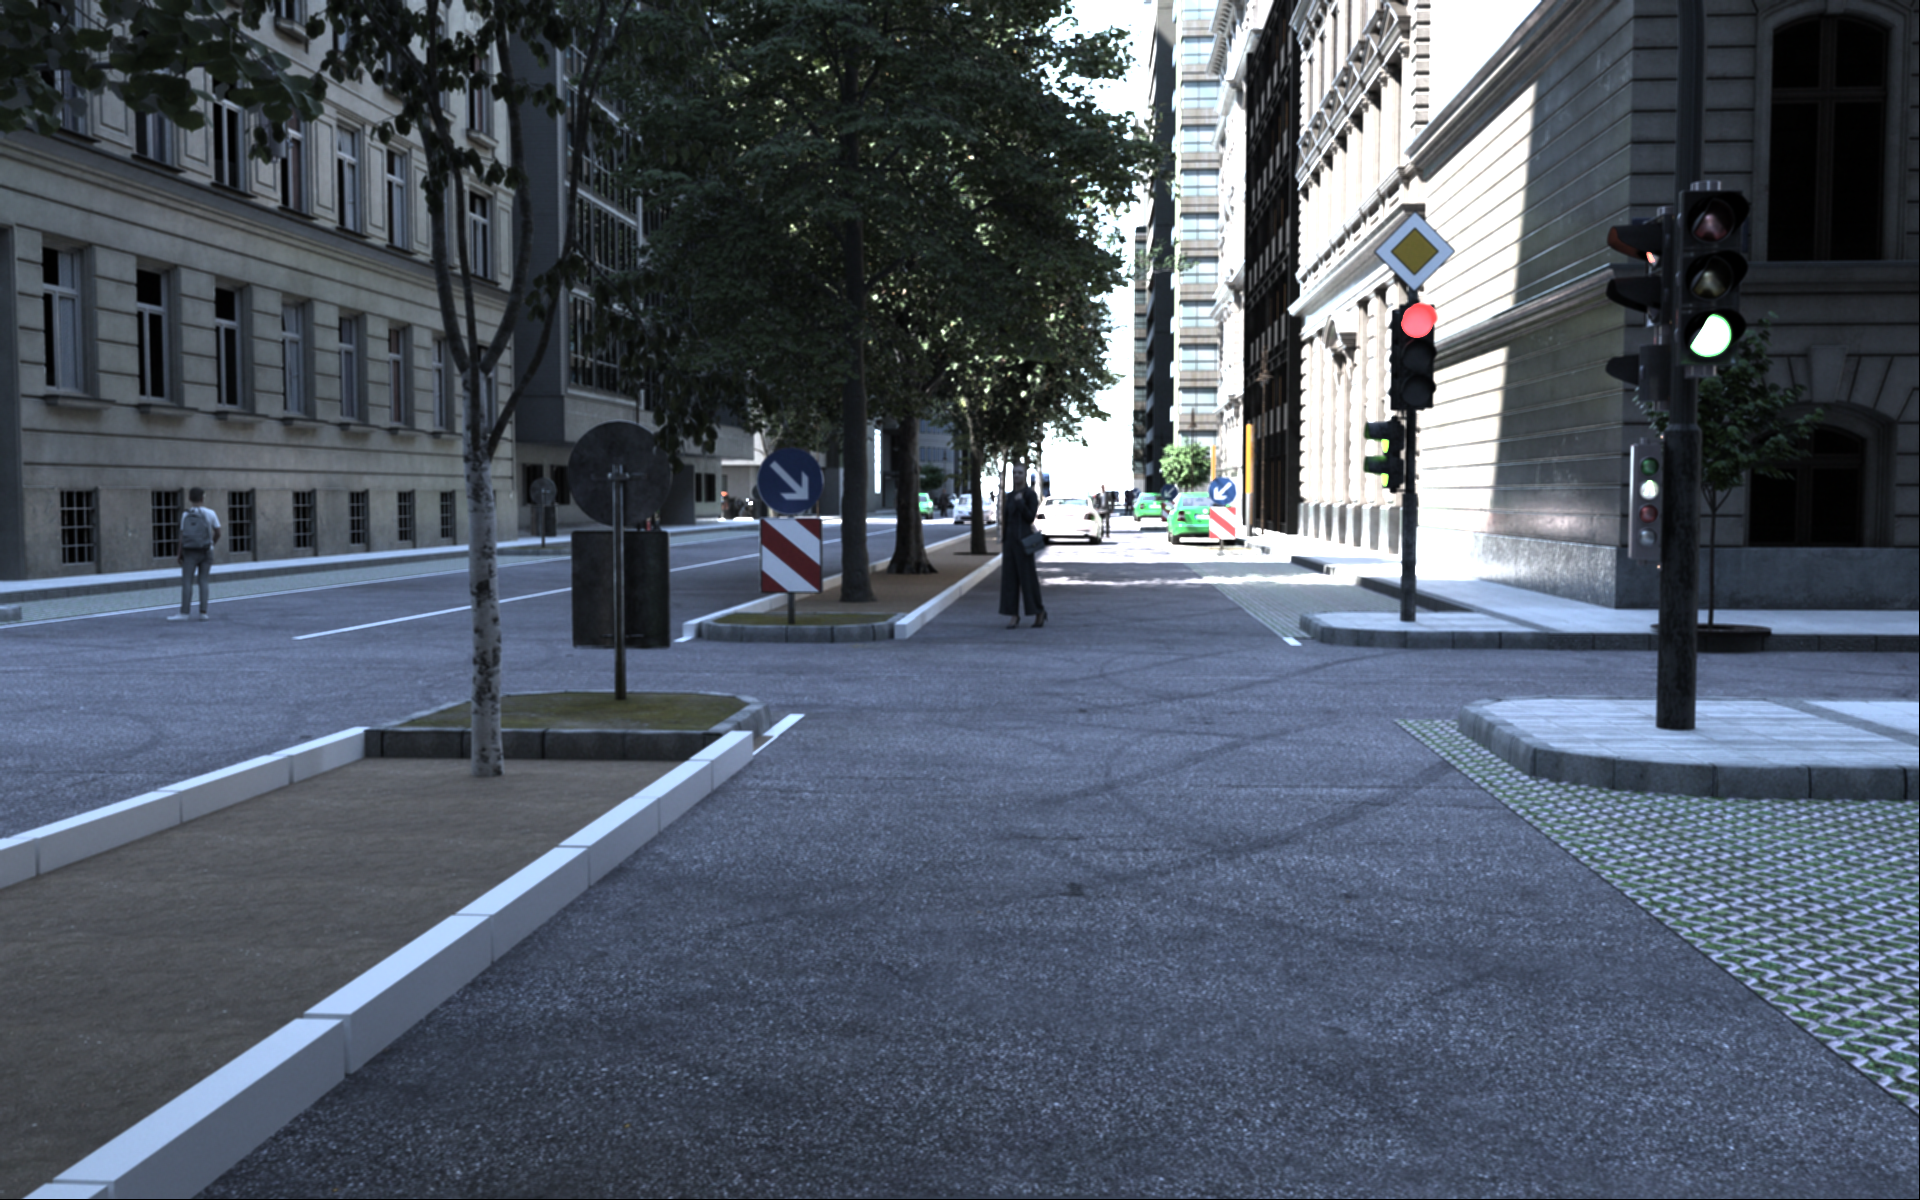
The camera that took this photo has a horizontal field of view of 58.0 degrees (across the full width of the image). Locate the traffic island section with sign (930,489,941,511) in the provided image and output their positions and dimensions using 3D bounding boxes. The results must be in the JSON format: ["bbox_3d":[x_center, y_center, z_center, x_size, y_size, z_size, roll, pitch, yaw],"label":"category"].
[{"bbox_3d":[-2.138,-8.315,144.582,1.989,1.847,2.006,0,4,4],"label":"traffic island section with sign"}]

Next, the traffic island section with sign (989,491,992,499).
[{"bbox_3d":[4.155,-13.398,227.682,1.989,1.847,2.006,0,4,4],"label":"traffic island section with sign"}]

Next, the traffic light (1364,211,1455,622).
[{"bbox_3d":[4.506,-1.741,17.379,0.839,4.253,0.868,0,4,4],"label":"traffic light"}]

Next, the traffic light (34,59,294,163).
[{"bbox_3d":[-9.518,-2.678,18.455,4.771,5.953,1.251,0,4,4],"label":"traffic light"}]

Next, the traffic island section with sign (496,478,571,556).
[{"bbox_3d":[-9.980,-1.975,40.927,1.989,1.847,2.006,0,4,4],"label":"traffic island section with sign"}]

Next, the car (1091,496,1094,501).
[{"bbox_3d":[7.138,-5.522,102.280,2.014,1.417,4.499,0,4,6],"label":"car"}]

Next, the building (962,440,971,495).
[{"bbox_3d":[-6.171,-26.981,212.839,14.160,30.474,14.107,0,4,4],"label":"building"}]

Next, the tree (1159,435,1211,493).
[{"bbox_3d":[12.726,-6.933,97.070,4.285,4.588,4.351,0,3,0],"label":"tree"}]

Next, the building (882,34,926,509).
[{"bbox_3d":[-17.619,-34.513,153.523,28.713,52.752,27.495,0,4,4],"label":"building"}]

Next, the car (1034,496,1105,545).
[{"bbox_3d":[3.153,-2.314,50.193,2.083,1.381,4.827,0,4,6],"label":"car"}]

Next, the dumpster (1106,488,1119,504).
[{"bbox_3d":[21.867,-14.881,248.252,1.985,2.255,1.502,0,4,5],"label":"dumpster"}]

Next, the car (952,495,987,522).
[{"bbox_3d":[0.626,-4.811,90.656,2.014,1.417,4.499,0,4,2],"label":"car"}]

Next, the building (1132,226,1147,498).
[{"bbox_3d":[25.720,-25.445,187.727,14.160,30.474,14.107,0,4,4],"label":"building"}]

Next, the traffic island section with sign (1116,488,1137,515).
[{"bbox_3d":[11.706,-6.593,116.423,1.989,1.847,2.006,0,4,4],"label":"traffic island section with sign"}]

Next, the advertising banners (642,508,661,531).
[{"bbox_3d":[-10.232,-3.706,56.776,0.090,3.025,2.074,1,4,12],"label":"advertising banners"}]

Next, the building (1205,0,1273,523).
[{"bbox_3d":[18.924,-17.886,79.819,14.401,28.519,23.554,0,4,4],"label":"building"}]

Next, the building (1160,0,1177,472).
[{"bbox_3d":[27.308,-31.133,128.638,23.786,49.044,30.456,0,4,4],"label":"building"}]

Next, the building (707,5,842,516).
[{"bbox_3d":[-14.411,-20.196,101.912,14.160,30.474,14.107,0,4,4],"label":"building"}]

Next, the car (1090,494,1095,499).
[{"bbox_3d":[15.646,-12.340,211.982,2.015,1.641,3.980,0,4,5],"label":"car"}]

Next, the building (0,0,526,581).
[{"bbox_3d":[-20.497,-12.241,33.419,16.112,22.955,30.059,0,4,4],"label":"building"}]

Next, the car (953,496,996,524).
[{"bbox_3d":[0.740,-4.348,83.448,2.083,1.381,4.827,0,4,5],"label":"car"}]

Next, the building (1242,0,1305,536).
[{"bbox_3d":[16.813,-14.100,60.214,12.332,23.373,15.834,0,4,4],"label":"building"}]

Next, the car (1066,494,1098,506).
[{"bbox_3d":[5.995,-4.635,87.579,2.131,1.459,4.920,0,4,5],"label":"car"}]

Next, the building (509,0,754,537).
[{"bbox_3d":[-17.412,-14.954,63.561,14.314,24.678,30.058,0,4,4],"label":"building"}]

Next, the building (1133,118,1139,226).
[{"bbox_3d":[37.694,-39.548,235.851,28.713,52.752,27.495,0,4,4],"label":"building"}]

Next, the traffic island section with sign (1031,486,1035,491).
[{"bbox_3d":[4.047,-5.162,92.540,2.006,1.907,1.989,0,4,4],"label":"traffic island section with sign"}]

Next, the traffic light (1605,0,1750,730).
[{"bbox_3d":[1.811,-2.126,9.433,4.771,5.953,1.251,0,4,4],"label":"traffic light"}]

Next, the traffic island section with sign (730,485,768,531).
[{"bbox_3d":[-7.904,-3.643,68.188,1.989,1.847,2.006,0,4,4],"label":"traffic island section with sign"}]

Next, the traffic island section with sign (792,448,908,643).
[{"bbox_3d":[-1.609,-0.580,17.614,2.006,1.907,1.989,0,4,4],"label":"traffic island section with sign"}]

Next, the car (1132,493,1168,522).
[{"bbox_3d":[9.849,-4.893,88.788,1.959,1.807,4.718,0,4,3],"label":"car"}]

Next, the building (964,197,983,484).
[{"bbox_3d":[-8.342,-35.453,234.285,22.147,44.769,28.867,0,4,4],"label":"building"}]

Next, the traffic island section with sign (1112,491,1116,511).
[{"bbox_3d":[13.760,-8.261,143.696,1.989,1.847,2.006,0,4,4],"label":"traffic island section with sign"}]

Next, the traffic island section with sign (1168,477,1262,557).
[{"bbox_3d":[5.946,-1.940,40.350,1.989,1.847,2.006,0,4,4],"label":"traffic island section with sign"}]

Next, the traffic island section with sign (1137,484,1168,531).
[{"bbox_3d":[7.984,-3.584,67.229,1.989,1.847,2.006,0,4,4],"label":"traffic island section with sign"}]

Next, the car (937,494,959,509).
[{"bbox_3d":[-1.056,-8.939,155.940,2.009,1.686,4.222,0,4,4],"label":"car"}]

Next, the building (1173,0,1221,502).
[{"bbox_3d":[20.296,-25.886,106.837,14.154,41.232,14.086,0,4,4],"label":"building"}]

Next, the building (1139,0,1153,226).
[{"bbox_3d":[31.950,-40.708,207.582,21.231,58.520,28.212,0,4,4],"label":"building"}]

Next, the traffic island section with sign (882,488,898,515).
[{"bbox_3d":[-4.179,-6.662,117.558,1.989,1.847,2.006,0,4,4],"label":"traffic island section with sign"}]

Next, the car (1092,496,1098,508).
[{"bbox_3d":[7.758,-5.870,108.550,1.945,1.354,3.894,0,4,6],"label":"car"}]

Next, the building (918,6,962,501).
[{"bbox_3d":[-11.284,-39.706,191.188,21.231,58.520,28.212,0,4,4],"label":"building"}]

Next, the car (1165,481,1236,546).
[{"bbox_3d":[6.851,-2.481,49.366,1.959,1.807,4.718,0,4,4],"label":"car"}]

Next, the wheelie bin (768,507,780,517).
[{"bbox_3d":[-9.967,-5.102,91.324,0.693,1.594,0.980,2,4,34],"label":"wheelie bin"}]

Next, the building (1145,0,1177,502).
[{"bbox_3d":[27.846,-32.535,155.654,21.300,48.544,21.600,0,4,4],"label":"building"}]

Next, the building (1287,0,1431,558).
[{"bbox_3d":[14.263,-13.033,41.960,11.050,23.489,19.941,0,4,4],"label":"building"}]

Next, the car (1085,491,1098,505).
[{"bbox_3d":[17.677,-13.754,233.548,2.281,1.827,5.304,0,4,4],"label":"car"}]

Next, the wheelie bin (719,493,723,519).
[{"bbox_3d":[-12.594,-4.970,89.175,0.980,1.594,0.693,1,4,10],"label":"wheelie bin"}]

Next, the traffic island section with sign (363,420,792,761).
[{"bbox_3d":[-2.177,-0.128,10.228,2.006,1.907,1.989,0,4,4],"label":"traffic island section with sign"}]

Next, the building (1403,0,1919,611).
[{"bbox_3d":[24.570,-12.435,22.405,34.723,24.649,14.460,0,4,4],"label":"building"}]

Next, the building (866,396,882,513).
[{"bbox_3d":[-16.582,-49.558,122.940,22.319,86.520,31.000,0,4,4],"label":"building"}]

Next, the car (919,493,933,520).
[{"bbox_3d":[-2.471,-5.394,96.980,1.959,1.807,4.718,0,4,2],"label":"car"}]
